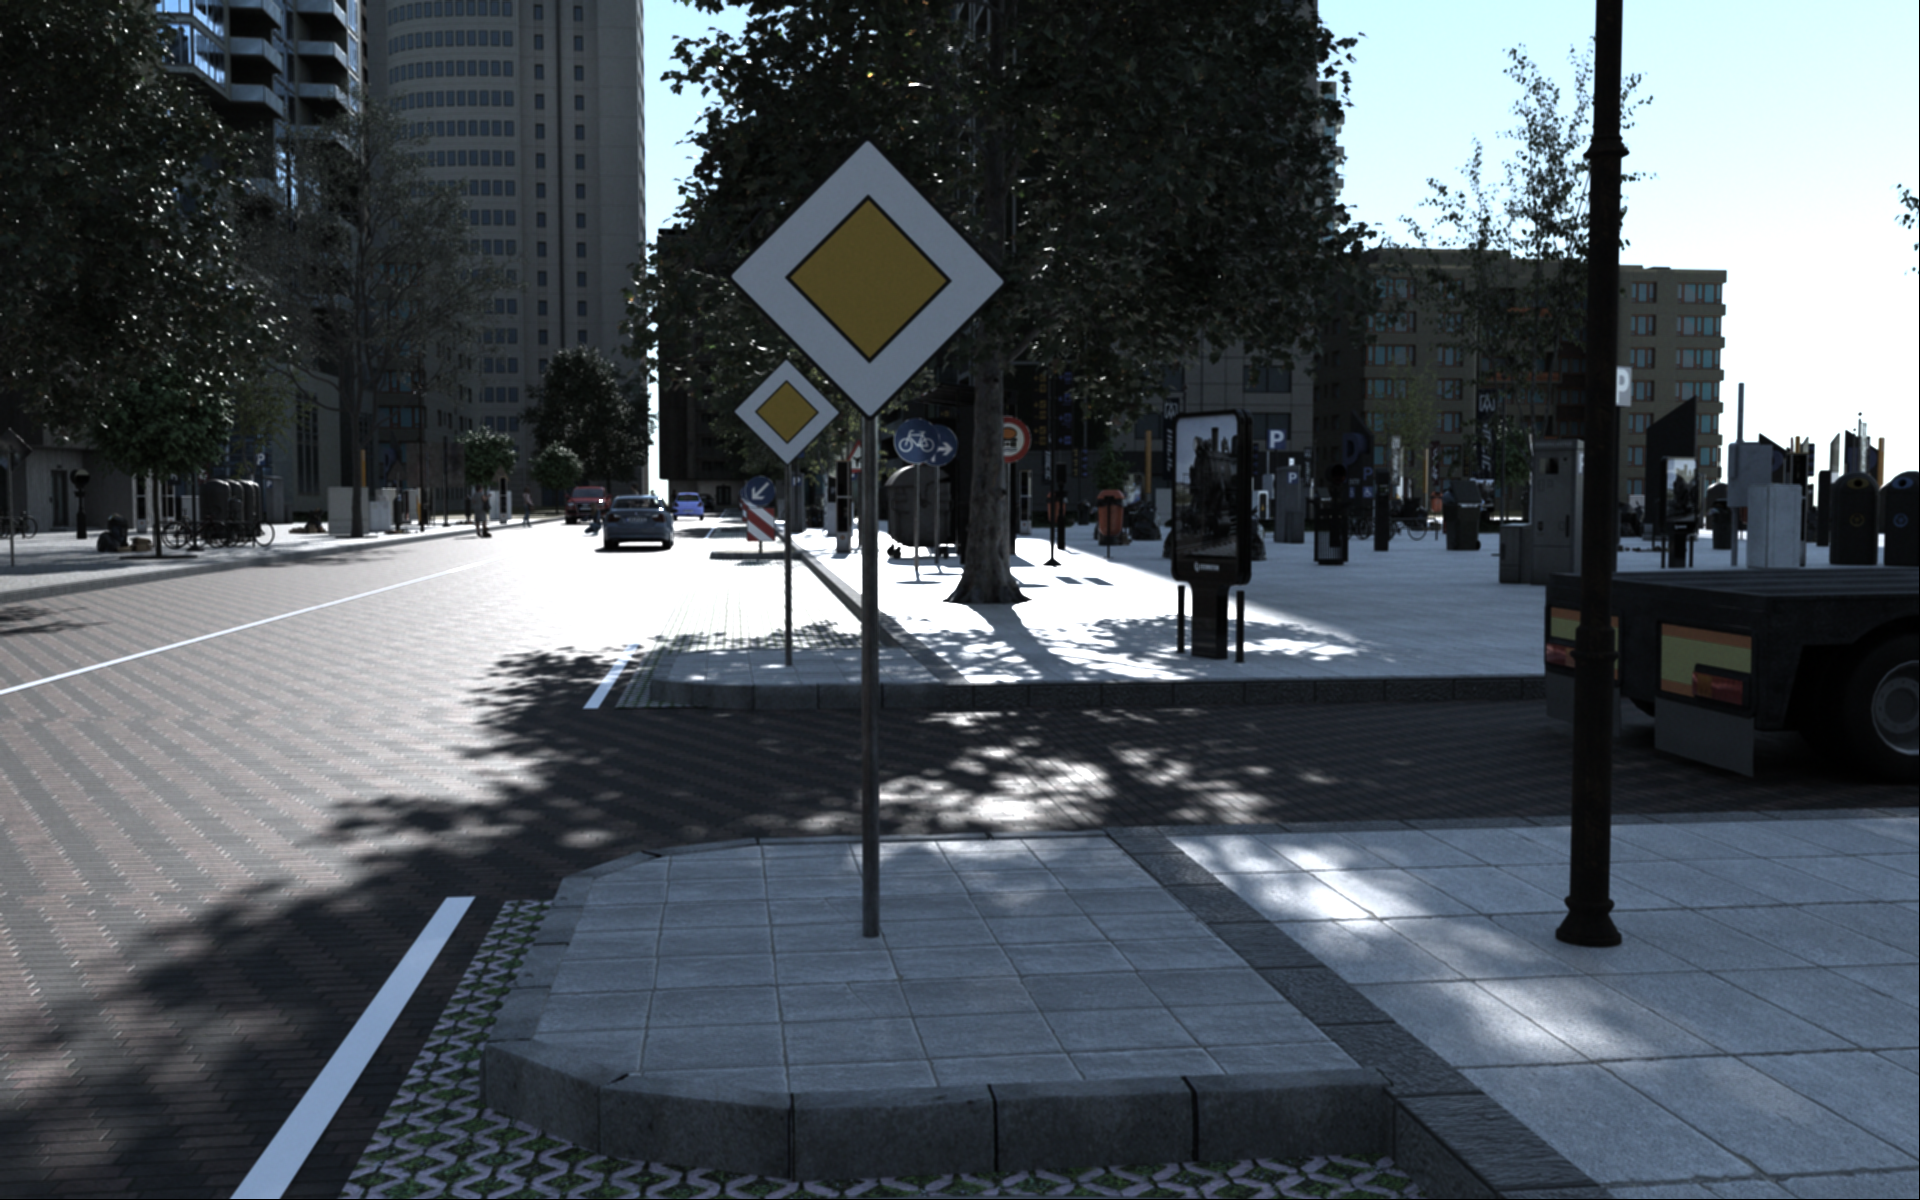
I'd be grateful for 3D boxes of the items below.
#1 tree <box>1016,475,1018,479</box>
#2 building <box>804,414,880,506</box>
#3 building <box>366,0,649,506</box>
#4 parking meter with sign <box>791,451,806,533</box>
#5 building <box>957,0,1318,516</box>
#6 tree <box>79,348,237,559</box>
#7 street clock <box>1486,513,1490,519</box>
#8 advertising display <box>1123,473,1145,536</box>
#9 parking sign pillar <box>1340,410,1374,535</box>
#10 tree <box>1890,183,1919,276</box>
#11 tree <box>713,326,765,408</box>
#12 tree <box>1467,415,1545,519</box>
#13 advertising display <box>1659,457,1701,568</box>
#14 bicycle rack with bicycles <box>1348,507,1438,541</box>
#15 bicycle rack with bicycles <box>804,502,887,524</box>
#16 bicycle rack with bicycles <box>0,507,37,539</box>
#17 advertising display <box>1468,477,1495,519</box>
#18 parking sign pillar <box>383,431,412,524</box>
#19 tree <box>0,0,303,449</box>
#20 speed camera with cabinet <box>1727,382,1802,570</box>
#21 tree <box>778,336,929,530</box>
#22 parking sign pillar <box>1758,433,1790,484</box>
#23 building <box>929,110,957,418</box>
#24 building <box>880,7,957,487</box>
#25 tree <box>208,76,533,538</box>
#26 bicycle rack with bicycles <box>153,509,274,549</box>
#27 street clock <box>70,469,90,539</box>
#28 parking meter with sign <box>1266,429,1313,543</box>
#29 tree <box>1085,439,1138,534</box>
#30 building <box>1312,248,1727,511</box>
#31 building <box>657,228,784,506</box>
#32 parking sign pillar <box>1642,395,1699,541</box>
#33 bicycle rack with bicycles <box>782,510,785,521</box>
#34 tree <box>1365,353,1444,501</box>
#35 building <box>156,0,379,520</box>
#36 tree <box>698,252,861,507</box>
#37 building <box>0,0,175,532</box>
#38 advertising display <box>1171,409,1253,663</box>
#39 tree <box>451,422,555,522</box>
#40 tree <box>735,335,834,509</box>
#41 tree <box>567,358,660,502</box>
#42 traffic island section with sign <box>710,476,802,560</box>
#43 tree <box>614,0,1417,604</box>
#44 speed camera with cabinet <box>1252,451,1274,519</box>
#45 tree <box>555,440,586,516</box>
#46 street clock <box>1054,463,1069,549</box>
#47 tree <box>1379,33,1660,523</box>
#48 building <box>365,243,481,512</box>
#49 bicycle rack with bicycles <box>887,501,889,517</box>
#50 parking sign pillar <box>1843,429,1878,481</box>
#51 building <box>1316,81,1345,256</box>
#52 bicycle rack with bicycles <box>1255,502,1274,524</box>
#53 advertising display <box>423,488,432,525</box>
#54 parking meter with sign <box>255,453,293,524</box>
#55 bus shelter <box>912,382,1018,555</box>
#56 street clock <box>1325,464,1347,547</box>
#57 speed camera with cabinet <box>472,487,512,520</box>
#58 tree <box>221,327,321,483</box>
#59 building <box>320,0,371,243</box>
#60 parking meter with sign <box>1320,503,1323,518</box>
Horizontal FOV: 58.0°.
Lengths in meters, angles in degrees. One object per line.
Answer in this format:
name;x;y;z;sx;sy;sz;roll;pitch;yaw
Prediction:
tree;1.632;-4.766;72.518;1.663;3.219;1.824;0;3;0
building;-4.098;-35.173;194.689;30.456;49.044;23.786;0;4;-7
building;-48.343;-39.475;187.416;28.212;58.520;21.231;0;4;-7
parking meter with sign;-5.403;-3.767;57.852;0.543;3.016;1.738;0;4;-1
building;9.058;-40.937;107.566;20.563;71.187;20.611;0;4;-7
tree;-16.089;-3.121;34.741;4.285;4.588;4.351;0;3;0
street clock;22.944;-4.324;75.270;0.471;2.002;0.358;-2;4;-26
advertising display;5.326;-2.930;53.116;0.123;1.923;0.974;-2;4;-29
parking sign pillar;12.556;-4.048;54.652;1.447;3.967;1.447;-1;4;-16
tree;20.803;-5.020;32.434;4.737;8.622;4.395;0;3;0
tree;-17.400;-18.933;165.446;12.611;20.169;13.585;0;3;0
tree;22.605;-5.380;71.677;4.285;4.588;4.351;0;3;0
advertising display;12.515;-1.527;30.174;0.974;1.923;0.123;-2;4;-35
bicycle rack with bicycles;11.886;-2.157;48.641;2.925;0.926;2.852;-2;4;-28
bicycle rack with bicycles;-5.279;-3.706;73.975;2.925;0.926;2.852;3;4;38
bicycle rack with bicycles;-27.846;-2.204;49.412;2.852;0.926;2.925;3;4;36
advertising display;19.448;-3.635;64.638;0.974;1.923;0.123;0;4;5
parking sign pillar;-24.016;-5.196;73.419;1.447;3.967;1.447;-2;4;-33
tree;-14.189;-6.528;23.741;9.611;12.733;9.660;0;3;0
speed camera with cabinet;13.969;-2.187;30.086;0.660;3.252;2.038;0;4;5
tree;-2.987;-5.951;47.659;4.360;8.622;3.978;0;3;0
parking sign pillar;35.479;-5.334;75.690;1.447;3.967;1.447;-3;5;-42
building;4.477;-21.656;125.771;14.160;30.474;14.107;0;4;-7
building;4.808;-31.798;143.600;21.300;48.544;21.600;0;4;-7
tree;-17.580;-8.567;50.439;12.009;13.543;11.850;0;3;0
bicycle rack with bicycles;-18.113;-1.747;41.942;2.925;0.926;2.852;-3;5;-40
street clock;-25.079;-2.742;49.401;0.358;2.002;0.471;2;4;28
parking meter with sign;8.638;-3.026;45.734;0.543;3.016;1.738;-1;4;-11
tree;4.743;-3.682;54.802;1.663;3.219;1.824;0;3;0
building;42.926;-18.380;145.545;28.899;21.520;27.650;0;4;-7
building;-25.593;-25.445;187.732;14.107;30.474;14.160;0;4;-7
parking sign pillar;19.614;-3.624;47.721;1.447;3.967;1.447;3;5;40
bicycle rack with bicycles;-6.612;-3.975;78.374;2.925;0.926;2.852;-1;4;-16
tree;23.057;-8.493;89.231;4.737;8.622;4.395;0;3;0
building;-45.972;-47.965;96.900;22.319;86.520;31.000;0;4;-7
tree;-7.719;-10.691;81.452;9.857;13.997;8.962;0;3;0
building;-36.852;-17.591;59.308;14.160;30.474;14.107;0;4;-7
advertising display;1.957;-0.509;13.542;0.123;1.923;0.974;-2;4;-24
tree;-21.826;-5.844;79.261;4.285;4.588;4.351;0;3;0
tree;-10.080;-11.423;104.894;7.486;12.596;7.792;0;3;0
tree;-32.142;-15.385;158.191;9.857;13.997;8.962;0;3;0
traffic island section with sign;-4.549;-1.826;38.475;1.989;1.847;2.006;0;4;-7
tree;0.439;-6.314;20.237;9.611;12.733;9.660;0;3;0
speed camera with cabinet;13.899;-5.193;79.243;0.660;3.252;2.038;3;4;39
tree;-24.014;-7.326;103.499;4.285;4.588;4.351;0;3;0
street clock;2.345;-2.175;40.133;0.358;2.002;0.471;0;4;4
tree;9.224;-4.754;28.096;4.360;8.622;3.978;0;3;0
building;-53.948;-17.674;134.008;28.899;21.520;27.650;0;4;-7
bicycle rack with bicycles;-3.180;-4.296;83.614;2.852;0.926;2.925;1;4;9
parking sign pillar;37.452;-5.105;71.937;1.447;3.967;1.447;1;4;11
building;27.263;-35.428;198.858;30.456;49.044;23.786;0;4;-7
bicycle rack with bicycles;8.188;-2.519;54.570;2.925;0.926;2.852;-1;4;-23
advertising display;-22.441;-4.120;72.577;0.974;1.923;0.123;3;5;41
parking meter with sign;-29.174;-4.742;73.786;0.543;3.016;1.738;1;4;17
bus shelter;0.034;-2.954;39.576;1.731;3.624;6.357;0;4;-8
street clock;9.056;-2.275;41.773;0.471;2.002;0.358;-2;4;-25
speed camera with cabinet;-23.131;-5.577;85.520;0.660;3.252;2.038;2;4;35
tree;-26.849;-7.067;65.911;4.737;8.622;4.395;0;3;0
building;-73.367;-45.549;182.973;20.611;71.187;20.563;0;4;-7
parking meter with sign;16.499;-5.284;82.654;1.738;3.016;0.543;3;5;41
